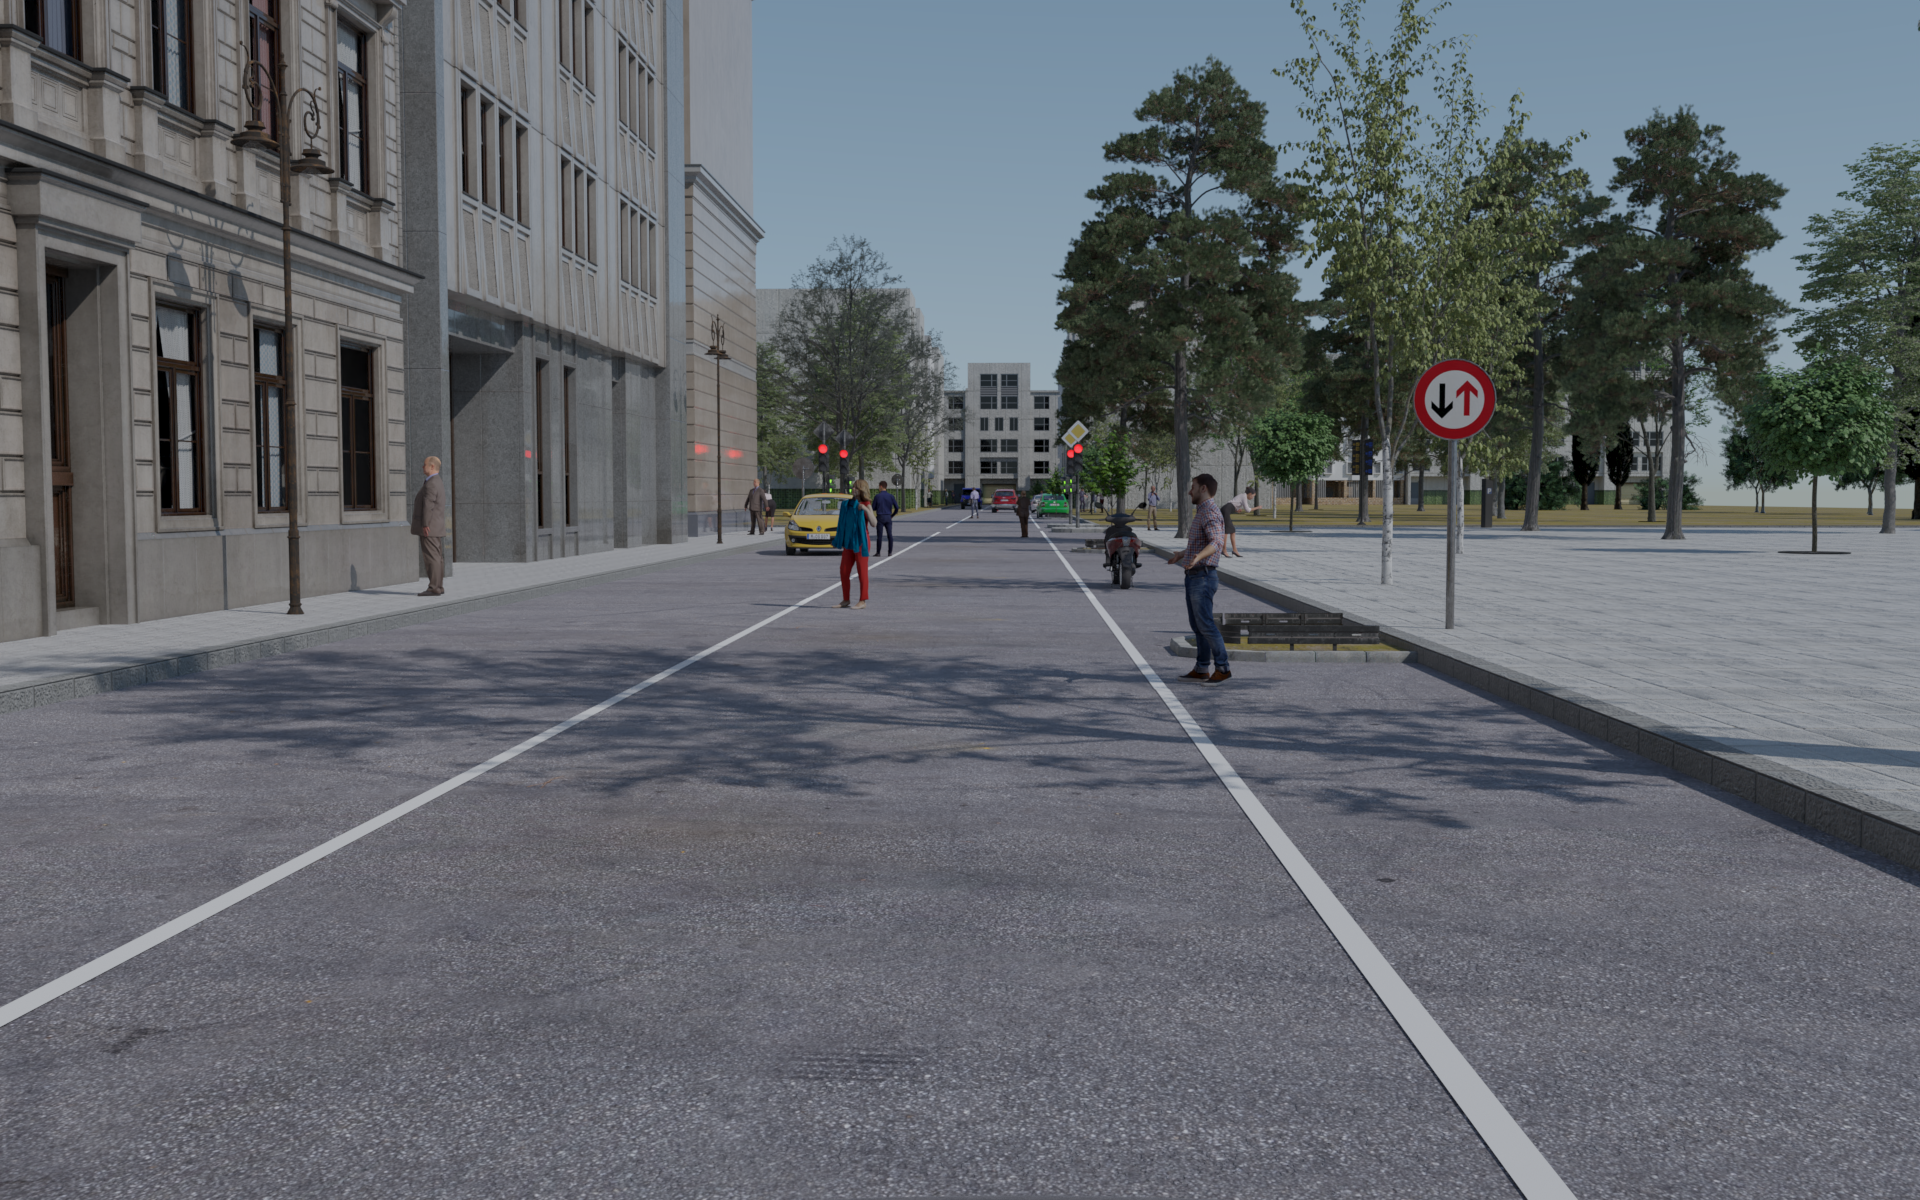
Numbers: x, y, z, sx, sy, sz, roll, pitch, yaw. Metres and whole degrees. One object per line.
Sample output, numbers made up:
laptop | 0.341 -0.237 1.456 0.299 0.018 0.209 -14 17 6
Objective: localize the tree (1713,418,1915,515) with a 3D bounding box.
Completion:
tree | 55.931 -9.205 113.415 11.467 7.101 20.602 -1 4 -21

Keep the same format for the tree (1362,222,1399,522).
tree | 18.882 -10.543 79.802 7.806 13.903 7.818 0 3 0

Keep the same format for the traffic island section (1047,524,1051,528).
traffic island section | 4.708 -3.127 73.401 2.009 0.180 2.903 0 4 2

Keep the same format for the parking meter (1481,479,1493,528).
parking meter | 20.047 -3.679 65.863 0.399 1.863 0.255 -2 4 -24

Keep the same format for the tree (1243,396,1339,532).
tree | 11.112 -4.563 58.327 4.285 4.588 4.351 0 3 0

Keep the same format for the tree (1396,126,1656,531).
tree | 19.891 -9.295 59.404 7.806 13.903 7.818 0 3 0

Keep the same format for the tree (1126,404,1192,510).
tree | 15.496 -12.692 141.922 7.601 10.594 8.767 0 4 -7

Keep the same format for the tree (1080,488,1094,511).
tree | 9.938 -8.503 133.617 1.663 3.219 1.824 0 3 0

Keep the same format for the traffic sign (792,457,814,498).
traffic sign | -5.418 -3.654 59.844 0.768 2.556 0.104 0 4 7

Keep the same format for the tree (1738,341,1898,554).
tree | 18.542 -3.286 37.432 4.285 4.588 4.351 0 3 0

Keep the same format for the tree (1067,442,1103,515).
tree | 8.300 -7.595 107.894 4.285 4.588 4.351 0 3 0

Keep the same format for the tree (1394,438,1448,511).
tree | 34.325 -12.634 128.623 6.751 12.117 7.091 0 3 0

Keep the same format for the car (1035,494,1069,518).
car | 5.455 -5.712 102.191 1.959 1.807 4.718 0 3 0

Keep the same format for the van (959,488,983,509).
van | 1.091 -9.827 165.055 2.240 2.365 5.245 0 4 2

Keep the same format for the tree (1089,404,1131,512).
tree | 10.838 -10.763 126.342 4.360 8.622 3.978 0 3 0

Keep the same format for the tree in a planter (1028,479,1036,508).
tree in a planter | 7.821 -10.878 175.078 1.991 3.239 1.994 0 4 2

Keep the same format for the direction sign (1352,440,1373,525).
direction sign | 16.747 -4.902 72.139 0.876 3.537 0.379 2 4 28

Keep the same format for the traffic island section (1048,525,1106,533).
traffic island section | 4.464 -2.638 65.419 2.009 0.180 2.903 0 4 2

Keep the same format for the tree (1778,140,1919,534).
tree | 30.546 -8.445 56.198 7.486 12.596 7.792 0 3 0

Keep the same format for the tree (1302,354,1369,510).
tree | 29.041 -14.069 140.390 12.009 13.543 11.850 0 3 0

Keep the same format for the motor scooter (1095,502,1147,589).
motor scooter | 2.494 -0.855 26.753 0.815 1.314 1.986 0 4 0

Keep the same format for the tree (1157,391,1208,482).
tree | 15.690 -10.477 121.656 4.360 8.622 3.978 0 3 0

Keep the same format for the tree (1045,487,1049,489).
tree | 12.337 -14.121 225.472 1.663 3.219 1.824 0 3 0

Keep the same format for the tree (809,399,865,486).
tree | -7.592 -9.850 111.406 4.360 8.622 3.978 0 3 0

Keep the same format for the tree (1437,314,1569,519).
tree | 28.035 -10.506 89.901 7.486 12.596 7.792 0 3 0

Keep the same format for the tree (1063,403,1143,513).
tree | 9.124 -10.332 119.286 4.737 8.622 4.395 0 3 0

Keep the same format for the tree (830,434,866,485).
tree | -9.055 -11.474 137.954 4.737 8.622 4.395 0 3 0

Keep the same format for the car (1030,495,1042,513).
car | 6.270 -7.179 129.732 2.083 1.381 4.827 0 4 3

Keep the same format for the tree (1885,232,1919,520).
tree | 54.290 -11.255 85.836 18.604 14.587 13.155 -3 4 -36

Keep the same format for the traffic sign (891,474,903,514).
traffic sign | -3.943 -6.645 108.755 0.768 2.556 0.104 0 4 8

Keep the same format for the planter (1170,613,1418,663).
planter | 2.937 0.331 15.727 1.991 0.319 1.994 0 4 2

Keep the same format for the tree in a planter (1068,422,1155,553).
tree in a planter | 3.767 -2.790 42.842 1.991 3.239 1.994 0 4 2

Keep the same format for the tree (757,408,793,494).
tree | -15.234 -11.475 137.973 4.737 8.622 4.395 0 3 0

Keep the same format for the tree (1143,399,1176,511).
tree | 15.155 -11.255 134.375 4.737 8.622 4.395 0 3 0

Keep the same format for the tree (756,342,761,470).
tree | -15.013 -12.927 129.490 7.486 12.596 7.792 0 3 0

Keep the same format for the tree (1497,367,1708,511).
tree | 50.583 -14.591 140.386 18.604 14.587 13.155 -1 4 -20

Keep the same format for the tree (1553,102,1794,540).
tree | 20.178 -7.733 48.495 6.751 12.117 7.091 0 3 0

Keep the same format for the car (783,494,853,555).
car | -3.193 -1.926 41.714 2.015 1.641 3.980 0 4 2

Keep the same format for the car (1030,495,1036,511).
car | 6.755 -8.127 145.452 1.945 1.354 3.894 0 4 2

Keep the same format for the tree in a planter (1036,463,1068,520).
tree in a planter | 5.470 -6.183 98.321 1.991 3.239 1.994 0 4 2

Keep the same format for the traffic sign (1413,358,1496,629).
traffic sign | 4.655 -0.996 16.387 0.768 2.556 0.104 0 4 6

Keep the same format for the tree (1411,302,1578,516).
tree | 31.147 -11.899 101.204 9.857 13.997 8.962 0 3 0

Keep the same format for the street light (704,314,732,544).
street light | -6.216 -4.394 44.632 0.468 5.910 1.993 0 4 2

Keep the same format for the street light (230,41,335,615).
street light | -7.093 -2.784 18.307 0.468 5.910 1.993 0 4 2

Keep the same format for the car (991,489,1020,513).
car | 3.499 -7.621 133.282 2.281 1.827 5.304 0 4 3
